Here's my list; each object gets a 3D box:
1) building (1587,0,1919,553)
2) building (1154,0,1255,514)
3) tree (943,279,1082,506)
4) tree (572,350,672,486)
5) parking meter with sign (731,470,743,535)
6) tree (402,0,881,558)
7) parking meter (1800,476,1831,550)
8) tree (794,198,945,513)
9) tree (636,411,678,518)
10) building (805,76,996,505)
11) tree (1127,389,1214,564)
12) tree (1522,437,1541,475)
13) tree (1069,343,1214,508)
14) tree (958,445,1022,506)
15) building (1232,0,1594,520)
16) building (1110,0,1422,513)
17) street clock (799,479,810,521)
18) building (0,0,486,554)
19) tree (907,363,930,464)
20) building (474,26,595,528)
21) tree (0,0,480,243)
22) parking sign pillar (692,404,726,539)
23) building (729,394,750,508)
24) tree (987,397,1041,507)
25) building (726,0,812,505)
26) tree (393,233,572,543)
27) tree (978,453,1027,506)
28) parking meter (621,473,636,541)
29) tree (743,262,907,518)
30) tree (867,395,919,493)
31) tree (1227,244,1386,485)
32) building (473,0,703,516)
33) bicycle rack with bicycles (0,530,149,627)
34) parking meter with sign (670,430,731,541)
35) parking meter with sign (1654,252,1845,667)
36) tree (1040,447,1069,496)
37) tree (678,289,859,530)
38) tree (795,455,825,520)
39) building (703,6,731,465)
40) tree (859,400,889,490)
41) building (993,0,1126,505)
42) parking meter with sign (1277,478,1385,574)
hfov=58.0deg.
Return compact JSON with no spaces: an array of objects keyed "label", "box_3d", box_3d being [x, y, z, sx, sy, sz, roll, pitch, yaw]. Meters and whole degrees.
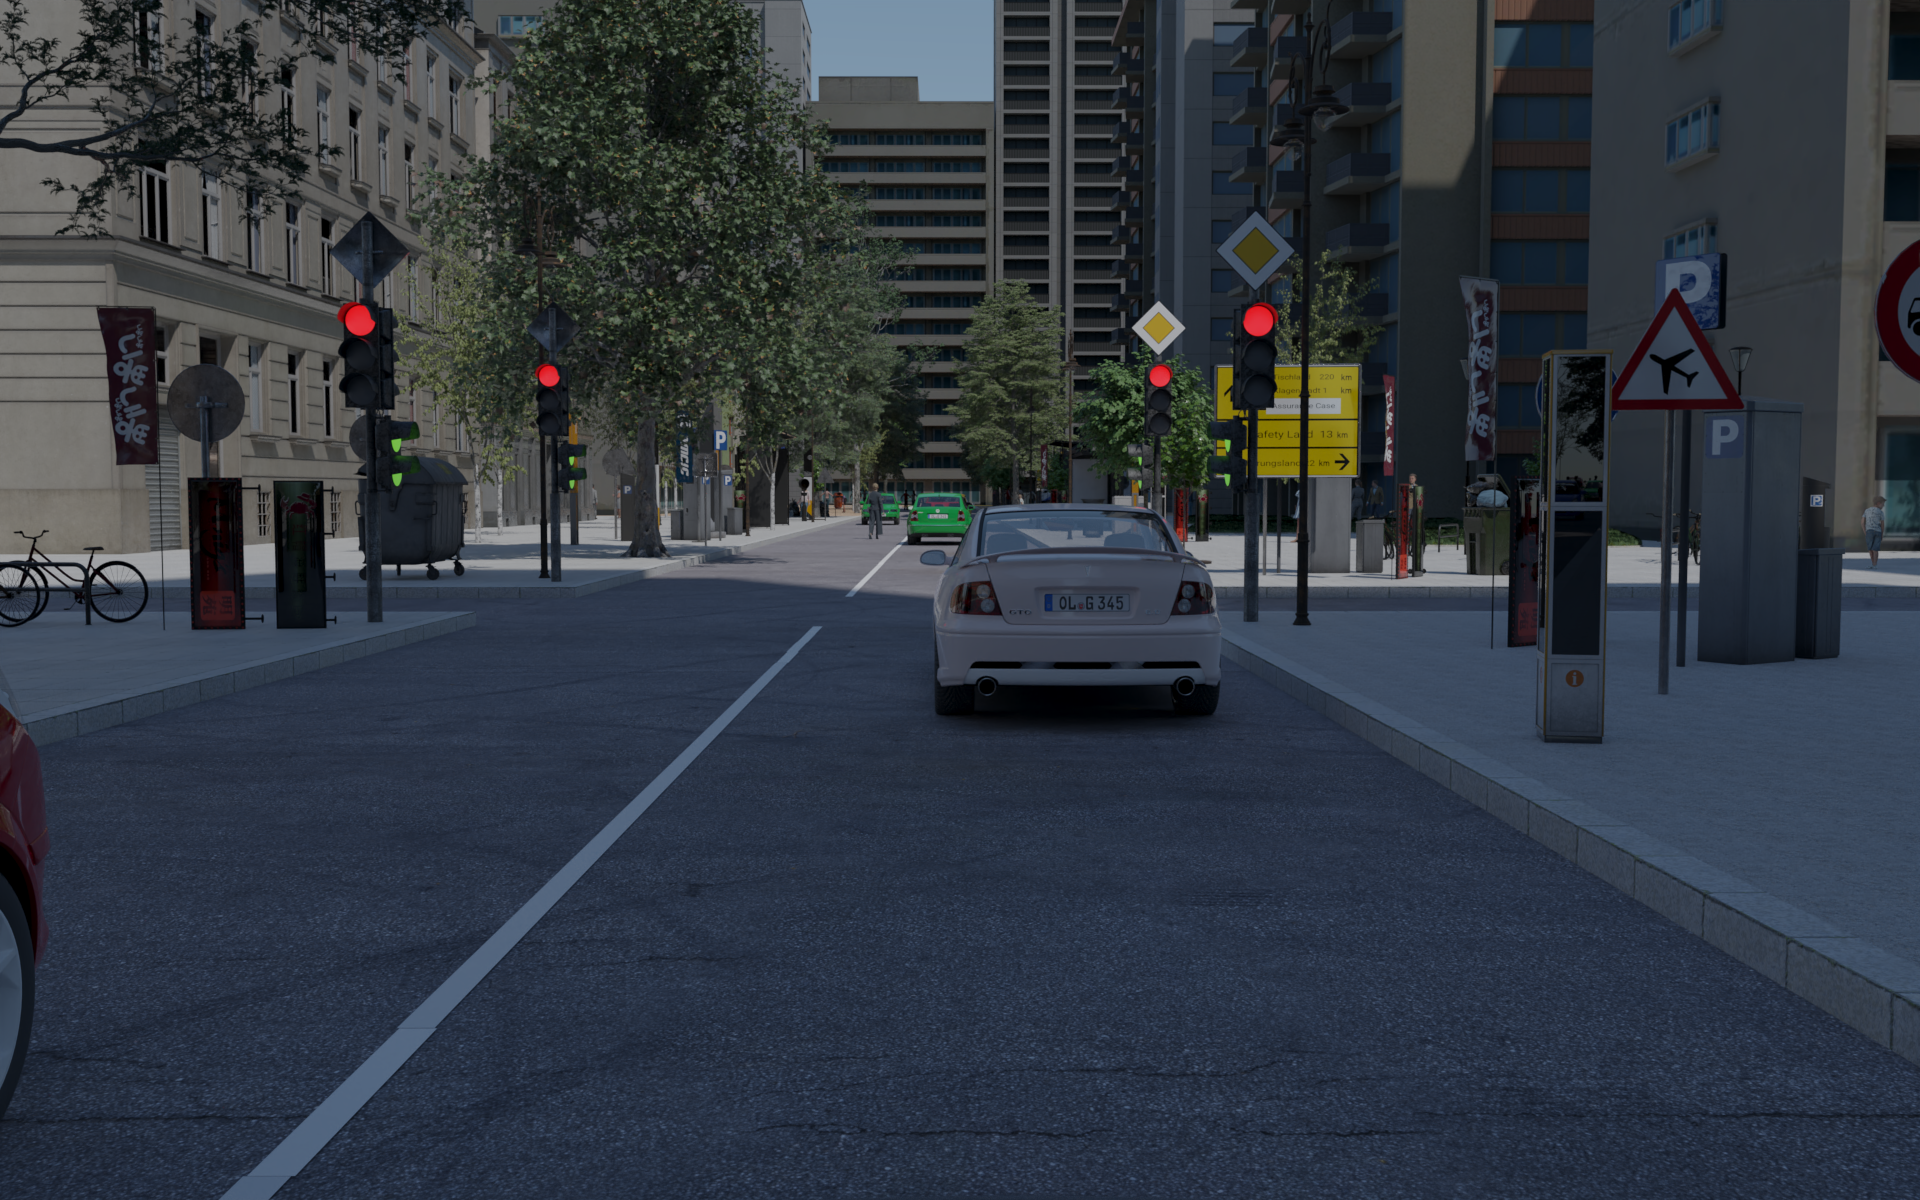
[{"label":"building","box_3d":[29.487,-25.889,46.981,21.600,48.544,21.300,0,4,0]},{"label":"building","box_3d":[24.223,-35.382,120.487,21.231,58.520,28.212,0,4,0]},{"label":"tree","box_3d":[2.643,-10.632,91.955,7.486,12.596,7.792,0,3,0]},{"label":"tree","box_3d":[-14.351,-7.491,72.842,4.360,8.622,3.978,0,3,0]},{"label":"parking meter with sign","box_3d":[-7.563,-3.575,54.706,1.738,3.016,0.543,3,5,41]},{"label":"tree","box_3d":[-6.328,-7.215,34.974,9.611,12.733,9.660,0,3,0]},{"label":"parking meter","box_3d":[12.196,-0.996,24.694,0.372,1.533,0.369,0,3,0]},{"label":"tree","box_3d":[-7.430,-15.743,113.281,12.611,20.169,13.585,0,3,0]},{"label":"tree","box_3d":[-14.085,-8.183,84.149,4.737,8.622,4.395,0,3,0]},{"label":"building","box_3d":[-6.775,-35.546,204.884,21.600,48.544,21.300,0,4,0]},{"label":"tree","box_3d":[4.192,-2.290,32.047,1.663,3.219,1.824,0,3,0]},{"label":"tree","box_3d":[17.451,-3.457,51.127,1.663,3.219,1.824,0,3,0]},{"label":"tree","box_3d":[3.958,-3.238,36.663,4.285,4.588,4.351,0,3,0]},{"label":"tree","box_3d":[3.118,-14.748,175.548,7.601,10.594,8.767,1,4,11]},{"label":"building","box_3d":[25.299,-26.360,85.612,22.147,44.769,28.867,0,4,0]},{"label":"building","box_3d":[24.636,-30.324,150.426,22.147,44.769,28.867,0,4,0]},{"label":"street clock","box_3d":[-7.303,-4.686,81.188,0.471,2.002,0.358,-2,4,-32]},{"label":"building","box_3d":[-25.127,-13.270,50.247,16.112,22.955,30.059,0,4,0]},{"label":"tree","box_3d":[-7.006,-14.486,143.497,9.857,13.997,8.962,0,3,0]},{"label":"building","box_3d":[-22.377,-13.779,74.440,9.793,20.994,18.267,0,4,0]},{"label":"tree","box_3d":[-6.394,-4.650,10.434,7.601,10.594,8.767,-2,4,-35]},{"label":"parking sign pillar","box_3d":[-7.553,-3.788,50.399,1.447,3.967,1.447,1,4,10]},{"label":"building","box_3d":[-32.657,-18.765,151.849,28.899,21.520,27.650,0,4,0]},{"label":"tree","box_3d":[3.398,-14.693,157.241,9.611,12.733,9.660,0,3,0]},{"label":"building","box_3d":[-31.679,-40.491,204.032,28.212,58.520,21.231,0,4,0]},{"label":"tree","box_3d":[-12.660,-5.781,44.878,4.737,8.622,4.395,0,3,0]},{"label":"tree","box_3d":[2.818,-8.329,119.893,4.285,4.588,4.351,0,3,0]},{"label":"parking meter","box_3d":[-8.982,-2.524,46.973,0.399,1.863,0.255,0,4,-4]},{"label":"tree","box_3d":[-7.890,-11.405,93.125,9.857,13.997,8.962,0,3,0]},{"label":"tree","box_3d":[-7.393,-14.938,169.990,9.928,11.665,9.643,0,3,0]},{"label":"tree","box_3d":[10.280,-6.148,50.884,4.737,8.622,4.395,0,3,0]},{"label":"building","box_3d":[-28.770,-29.852,111.783,21.300,48.544,21.600,0,4,0]},{"label":"bicycle rack with bicycles","box_3d":[-9.646,-0.179,16.303,2.925,0.926,2.852,0,4,7]},{"label":"parking meter with sign","box_3d":[-7.253,-3.150,47.759,1.738,3.016,0.543,2,4,33]},{"label":"parking meter with sign","box_3d":[6.065,-1.037,13.208,1.738,3.016,0.543,-2,4,-31]},{"label":"tree","box_3d":[3.951,-4.678,71.081,1.663,3.219,1.824,0,3,0]},{"label":"tree","box_3d":[-6.786,-6.769,61.033,4.737,8.622,4.395,0,3,0]},{"label":"tree","box_3d":[-7.363,-5.589,85.982,1.663,3.219,1.824,0,3,0]},{"label":"building","box_3d":[-25.232,-27.305,130.038,14.154,41.232,14.086,0,4,0]},{"label":"tree","box_3d":[-7.659,-10.860,127.925,4.737,8.622,4.395,0,3,0]},{"label":"building","box_3d":[14.334,-46.806,203.532,20.611,71.187,20.563,0,4,0]},{"label":"parking meter with sign","box_3d":[5.983,-1.946,28.081,1.738,3.016,0.543,0,4,-7]}]
